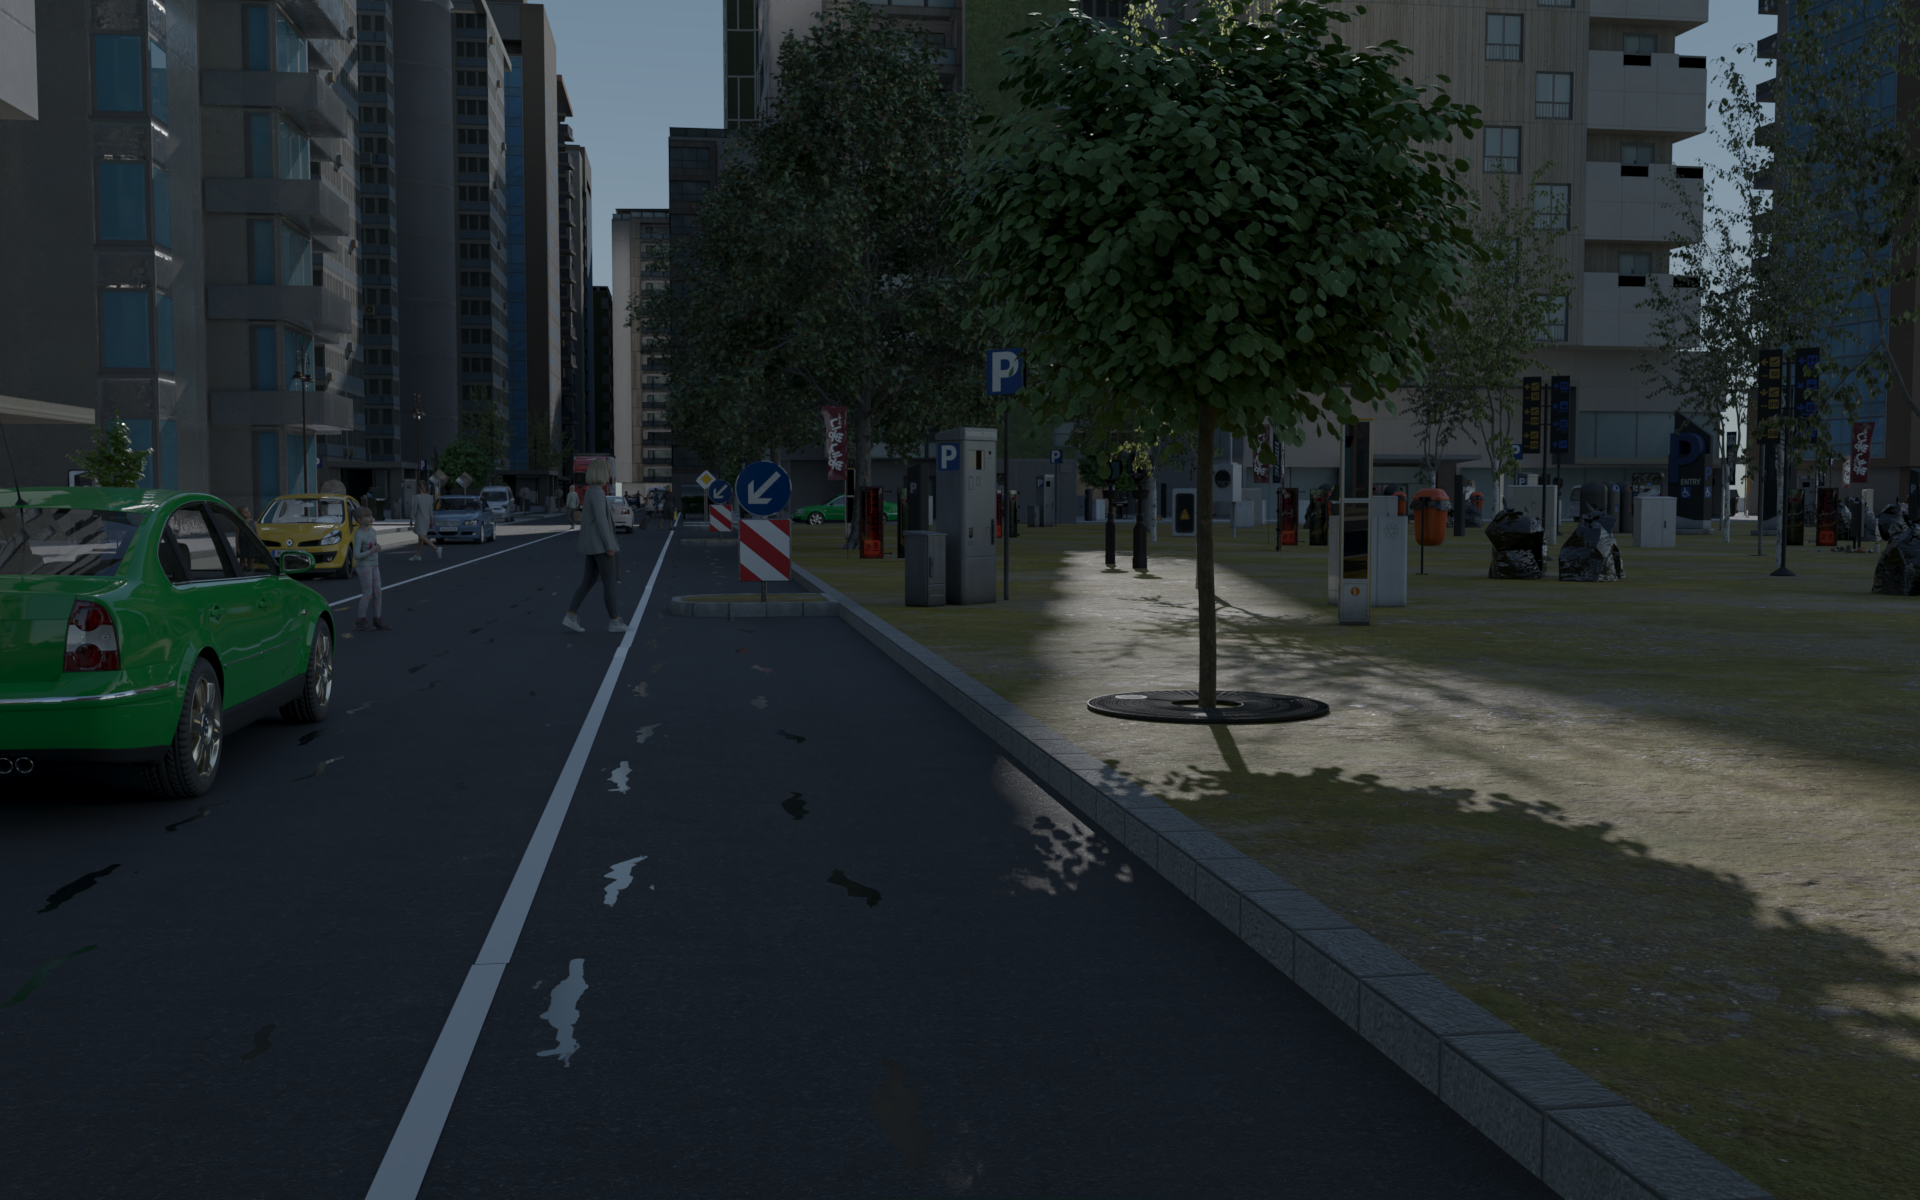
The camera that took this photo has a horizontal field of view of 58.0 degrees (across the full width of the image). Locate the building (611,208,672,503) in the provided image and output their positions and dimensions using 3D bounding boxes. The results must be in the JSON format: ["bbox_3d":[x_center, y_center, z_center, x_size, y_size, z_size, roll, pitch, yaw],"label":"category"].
[{"bbox_3d":[-41.100,-34.094,241.033,14.086,41.232,14.154,-1,4,-9],"label":"building"}]

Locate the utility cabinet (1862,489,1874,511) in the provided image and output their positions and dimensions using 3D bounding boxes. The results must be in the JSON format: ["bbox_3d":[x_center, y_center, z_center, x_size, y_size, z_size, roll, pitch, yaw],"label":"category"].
[{"bbox_3d":[40.972,-4.253,78.223,0.318,1.500,1.173,1,4,20],"label":"utility cabinet"}]

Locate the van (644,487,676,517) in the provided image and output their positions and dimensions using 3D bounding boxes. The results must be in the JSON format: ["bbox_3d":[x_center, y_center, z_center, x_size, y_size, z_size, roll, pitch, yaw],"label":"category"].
[{"bbox_3d":[-18.761,-6.184,108.124,2.013,2.044,4.112,0,4,-8],"label":"van"}]

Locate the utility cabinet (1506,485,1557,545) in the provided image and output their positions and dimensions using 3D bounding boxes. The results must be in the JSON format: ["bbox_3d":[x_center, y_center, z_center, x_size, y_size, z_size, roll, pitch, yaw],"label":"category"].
[{"bbox_3d":[14.305,-2.122,43.376,1.173,1.500,0.318,2,4,31],"label":"utility cabinet"}]

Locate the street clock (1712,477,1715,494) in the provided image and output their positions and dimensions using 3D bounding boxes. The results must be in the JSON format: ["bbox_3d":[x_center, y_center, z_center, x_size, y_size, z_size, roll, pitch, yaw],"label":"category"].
[{"bbox_3d":[31.011,-4.109,71.753,0.471,2.002,0.358,2,4,25],"label":"street clock"}]

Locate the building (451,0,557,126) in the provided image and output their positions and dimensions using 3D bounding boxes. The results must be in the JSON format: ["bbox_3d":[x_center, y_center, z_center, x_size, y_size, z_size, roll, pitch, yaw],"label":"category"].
[{"bbox_3d":[-43.673,-30.938,155.949,14.600,45.320,14.200,-1,4,-9],"label":"building"}]

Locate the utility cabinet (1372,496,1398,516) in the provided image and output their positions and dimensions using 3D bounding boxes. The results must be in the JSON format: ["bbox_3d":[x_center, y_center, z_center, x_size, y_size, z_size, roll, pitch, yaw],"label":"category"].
[{"bbox_3d":[14.283,-2.906,58.674,1.020,1.237,0.306,0,4,-3],"label":"utility cabinet"}]

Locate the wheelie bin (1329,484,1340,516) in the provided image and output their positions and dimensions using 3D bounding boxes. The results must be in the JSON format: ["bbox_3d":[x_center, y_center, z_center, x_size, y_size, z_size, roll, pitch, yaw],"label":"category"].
[{"bbox_3d":[12.130,-2.875,54.916,0.693,1.594,0.980,-3,5,-44],"label":"wheelie bin"}]

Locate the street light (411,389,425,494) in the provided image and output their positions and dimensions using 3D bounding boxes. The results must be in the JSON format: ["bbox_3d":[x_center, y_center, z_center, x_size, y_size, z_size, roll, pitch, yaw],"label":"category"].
[{"bbox_3d":[-23.942,-6.348,76.580,0.468,5.910,1.993,-1,4,-9],"label":"street light"}]

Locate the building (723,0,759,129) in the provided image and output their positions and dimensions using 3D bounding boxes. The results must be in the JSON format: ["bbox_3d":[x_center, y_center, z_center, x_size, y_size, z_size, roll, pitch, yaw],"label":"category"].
[{"bbox_3d":[-21.376,-47.699,218.133,20.563,71.187,20.611,-1,4,-9],"label":"building"}]

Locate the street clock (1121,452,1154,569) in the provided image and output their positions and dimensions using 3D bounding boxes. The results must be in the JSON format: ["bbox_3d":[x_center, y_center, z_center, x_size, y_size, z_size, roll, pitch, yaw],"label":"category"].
[{"bbox_3d":[3.102,-1.545,29.835,0.358,2.002,0.471,-2,4,-33],"label":"street clock"}]

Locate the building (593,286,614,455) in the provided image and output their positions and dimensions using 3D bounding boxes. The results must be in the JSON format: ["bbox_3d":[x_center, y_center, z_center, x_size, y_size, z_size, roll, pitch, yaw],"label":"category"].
[{"bbox_3d":[-55.031,-28.594,239.211,14.107,30.474,14.160,-1,4,-9],"label":"building"}]

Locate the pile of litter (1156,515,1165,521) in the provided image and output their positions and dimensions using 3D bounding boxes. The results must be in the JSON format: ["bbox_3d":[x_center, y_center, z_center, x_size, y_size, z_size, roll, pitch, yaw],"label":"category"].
[{"bbox_3d":[9.241,-4.211,82.817,1.719,0.858,1.176,-3,5,-41],"label":"pile of litter"}]

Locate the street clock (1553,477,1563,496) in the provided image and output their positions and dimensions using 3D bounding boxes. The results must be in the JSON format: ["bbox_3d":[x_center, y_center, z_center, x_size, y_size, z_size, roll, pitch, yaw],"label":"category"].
[{"bbox_3d":[25.765,-4.288,74.674,0.358,2.002,0.471,-1,4,-13],"label":"street clock"}]

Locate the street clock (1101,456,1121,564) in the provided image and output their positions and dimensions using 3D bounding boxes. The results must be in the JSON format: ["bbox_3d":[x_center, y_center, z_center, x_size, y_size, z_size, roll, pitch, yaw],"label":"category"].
[{"bbox_3d":[2.762,-1.665,31.789,0.471,2.002,0.358,0,4,6],"label":"street clock"}]

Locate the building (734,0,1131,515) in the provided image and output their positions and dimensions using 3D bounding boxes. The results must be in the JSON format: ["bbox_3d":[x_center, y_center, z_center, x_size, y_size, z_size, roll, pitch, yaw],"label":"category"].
[{"bbox_3d":[1.221,-25.902,115.381,32.217,40.220,23.993,-1,4,-9],"label":"building"}]

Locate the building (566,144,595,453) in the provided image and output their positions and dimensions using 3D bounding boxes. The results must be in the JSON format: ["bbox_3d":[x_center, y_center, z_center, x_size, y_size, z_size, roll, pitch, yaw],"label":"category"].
[{"bbox_3d":[-53.606,-34.686,217.225,14.200,45.320,14.600,-1,4,-9],"label":"building"}]

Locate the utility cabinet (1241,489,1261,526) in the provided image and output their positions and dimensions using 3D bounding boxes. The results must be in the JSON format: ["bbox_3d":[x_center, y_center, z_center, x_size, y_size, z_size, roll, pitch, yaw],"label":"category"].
[{"bbox_3d":[11.371,-3.685,68.926,1.173,1.500,0.318,0,4,2],"label":"utility cabinet"}]

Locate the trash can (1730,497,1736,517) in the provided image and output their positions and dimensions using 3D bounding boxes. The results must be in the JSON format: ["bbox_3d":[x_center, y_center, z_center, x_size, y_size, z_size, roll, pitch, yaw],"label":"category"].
[{"bbox_3d":[43.630,-5.291,98.159,0.748,1.137,0.748,0,3,0],"label":"trash can"}]

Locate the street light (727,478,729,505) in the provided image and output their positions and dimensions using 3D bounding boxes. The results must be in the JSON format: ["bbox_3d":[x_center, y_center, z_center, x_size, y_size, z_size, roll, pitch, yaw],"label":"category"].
[{"bbox_3d":[-16.471,-9.169,122.699,0.468,5.910,1.993,-1,4,-9],"label":"street light"}]

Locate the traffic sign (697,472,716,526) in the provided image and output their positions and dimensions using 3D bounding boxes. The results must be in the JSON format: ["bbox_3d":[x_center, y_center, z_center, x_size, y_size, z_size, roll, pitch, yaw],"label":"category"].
[{"bbox_3d":[-10.307,-4.085,70.436,0.795,2.450,0.064,-1,4,-9],"label":"traffic sign"}]

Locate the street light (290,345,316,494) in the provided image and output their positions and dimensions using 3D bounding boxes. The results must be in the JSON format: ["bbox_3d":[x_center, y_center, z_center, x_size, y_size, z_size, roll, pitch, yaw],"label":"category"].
[{"bbox_3d":[-20.352,-4.954,53.781,0.468,5.910,1.993,-1,4,-9],"label":"street light"}]

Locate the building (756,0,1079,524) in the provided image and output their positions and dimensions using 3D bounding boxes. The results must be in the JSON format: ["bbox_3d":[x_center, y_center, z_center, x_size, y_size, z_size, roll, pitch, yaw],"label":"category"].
[{"bbox_3d":[-2.526,-24.481,83.855,14.086,41.232,14.154,-1,4,-9],"label":"building"}]

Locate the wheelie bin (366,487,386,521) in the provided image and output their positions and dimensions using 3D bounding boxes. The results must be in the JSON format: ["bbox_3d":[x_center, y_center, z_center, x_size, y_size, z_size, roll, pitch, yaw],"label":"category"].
[{"bbox_3d":[-27.930,-4.575,82.703,0.693,1.594,0.980,2,4,30],"label":"wheelie bin"}]

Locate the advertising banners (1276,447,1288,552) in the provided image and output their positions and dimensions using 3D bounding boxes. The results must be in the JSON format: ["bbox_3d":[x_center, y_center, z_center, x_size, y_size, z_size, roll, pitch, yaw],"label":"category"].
[{"bbox_3d":[7.304,-2.645,39.440,0.090,3.025,2.074,1,4,14],"label":"advertising banners"}]

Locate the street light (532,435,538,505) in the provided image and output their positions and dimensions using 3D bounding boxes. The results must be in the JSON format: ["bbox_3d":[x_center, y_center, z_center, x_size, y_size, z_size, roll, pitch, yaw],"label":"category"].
[{"bbox_3d":[-33.187,-9.953,135.515,0.468,5.910,1.993,-1,4,-9],"label":"street light"}]

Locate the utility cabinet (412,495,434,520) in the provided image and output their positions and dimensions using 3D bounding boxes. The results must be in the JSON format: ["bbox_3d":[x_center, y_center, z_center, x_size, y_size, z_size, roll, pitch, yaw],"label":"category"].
[{"bbox_3d":[-26.729,-4.588,86.168,1.020,1.237,0.306,-1,4,-13],"label":"utility cabinet"}]

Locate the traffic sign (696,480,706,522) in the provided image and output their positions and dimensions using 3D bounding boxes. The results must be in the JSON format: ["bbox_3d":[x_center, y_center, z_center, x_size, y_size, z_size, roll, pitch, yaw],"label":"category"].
[{"bbox_3d":[-11.546,-4.568,78.325,0.795,2.450,0.064,-1,4,-9],"label":"traffic sign"}]

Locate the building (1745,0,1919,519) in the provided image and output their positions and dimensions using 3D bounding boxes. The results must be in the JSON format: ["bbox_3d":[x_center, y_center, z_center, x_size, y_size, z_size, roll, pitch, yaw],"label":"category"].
[{"bbox_3d":[54.119,-27.182,94.533,14.200,45.320,14.600,-1,4,-9],"label":"building"}]

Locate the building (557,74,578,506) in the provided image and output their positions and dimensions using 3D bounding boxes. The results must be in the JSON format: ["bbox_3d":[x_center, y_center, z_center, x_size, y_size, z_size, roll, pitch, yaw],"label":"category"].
[{"bbox_3d":[-50.901,-31.925,176.591,22.147,44.769,28.867,-1,4,-9],"label":"building"}]

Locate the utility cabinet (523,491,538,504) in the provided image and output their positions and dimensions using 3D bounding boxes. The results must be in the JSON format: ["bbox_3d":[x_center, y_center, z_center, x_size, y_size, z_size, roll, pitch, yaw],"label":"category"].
[{"bbox_3d":[-36.547,-8.480,147.333,1.173,1.500,0.318,1,4,11],"label":"utility cabinet"}]

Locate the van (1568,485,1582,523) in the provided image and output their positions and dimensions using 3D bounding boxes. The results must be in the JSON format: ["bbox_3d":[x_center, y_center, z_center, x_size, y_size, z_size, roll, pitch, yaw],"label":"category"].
[{"bbox_3d":[30.448,-4.492,80.455,4.112,2.044,2.013,-1,4,-9],"label":"van"}]

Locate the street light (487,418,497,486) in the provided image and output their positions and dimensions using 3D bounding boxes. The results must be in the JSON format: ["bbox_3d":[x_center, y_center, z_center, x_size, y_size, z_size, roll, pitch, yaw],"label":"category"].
[{"bbox_3d":[-28.614,-8.142,105.912,0.468,5.910,1.993,-1,4,-9],"label":"street light"}]

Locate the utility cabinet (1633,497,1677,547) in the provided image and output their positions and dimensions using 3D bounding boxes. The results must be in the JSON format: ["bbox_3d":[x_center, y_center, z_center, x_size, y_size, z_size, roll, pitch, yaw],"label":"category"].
[{"bbox_3d":[16.781,-1.875,41.825,1.020,1.237,0.306,-1,4,-17],"label":"utility cabinet"}]

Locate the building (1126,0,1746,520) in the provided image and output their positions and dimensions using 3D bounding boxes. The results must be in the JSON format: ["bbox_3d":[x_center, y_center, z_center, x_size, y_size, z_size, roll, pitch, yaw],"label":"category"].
[{"bbox_3d":[24.443,-31.077,97.340,27.495,52.752,28.713,-1,4,-9],"label":"building"}]

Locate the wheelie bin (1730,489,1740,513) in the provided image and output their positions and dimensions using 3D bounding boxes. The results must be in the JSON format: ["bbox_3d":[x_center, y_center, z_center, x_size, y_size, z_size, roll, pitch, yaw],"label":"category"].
[{"bbox_3d":[51.213,-6.548,114.963,0.980,1.594,0.693,0,4,1],"label":"wheelie bin"}]

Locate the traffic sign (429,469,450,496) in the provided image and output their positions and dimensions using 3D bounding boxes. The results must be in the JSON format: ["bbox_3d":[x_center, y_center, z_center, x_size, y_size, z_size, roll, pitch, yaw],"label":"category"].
[{"bbox_3d":[-20.678,-3.987,68.834,0.795,2.450,0.064,-1,4,-9],"label":"traffic sign"}]

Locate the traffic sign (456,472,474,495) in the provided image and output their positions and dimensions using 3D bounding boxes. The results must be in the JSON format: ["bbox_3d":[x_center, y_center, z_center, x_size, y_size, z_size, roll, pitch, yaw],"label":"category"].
[{"bbox_3d":[-21.917,-4.470,76.723,0.795,2.450,0.064,-1,4,-9],"label":"traffic sign"}]

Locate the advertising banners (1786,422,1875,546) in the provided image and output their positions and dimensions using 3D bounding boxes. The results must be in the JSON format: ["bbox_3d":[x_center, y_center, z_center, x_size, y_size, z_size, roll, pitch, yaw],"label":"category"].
[{"bbox_3d":[21.309,-2.837,42.568,2.074,3.025,0.090,3,5,41],"label":"advertising banners"}]

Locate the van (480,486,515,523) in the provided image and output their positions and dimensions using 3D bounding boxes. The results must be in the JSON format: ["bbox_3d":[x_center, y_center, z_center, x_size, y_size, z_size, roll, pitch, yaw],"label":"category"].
[{"bbox_3d":[-23.559,-4.941,87.804,2.013,2.044,4.112,-1,4,-10],"label":"van"}]

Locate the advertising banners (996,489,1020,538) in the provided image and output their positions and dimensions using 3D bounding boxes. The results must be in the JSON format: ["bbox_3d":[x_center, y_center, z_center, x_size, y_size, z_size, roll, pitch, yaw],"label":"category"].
[{"bbox_3d":[1.086,-3.307,50.250,0.090,3.025,2.074,3,4,39],"label":"advertising banners"}]

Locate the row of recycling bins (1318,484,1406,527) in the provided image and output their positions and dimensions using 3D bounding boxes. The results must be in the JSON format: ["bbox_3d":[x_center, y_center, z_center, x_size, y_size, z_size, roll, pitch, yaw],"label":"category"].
[{"bbox_3d":[15.789,-3.742,68.286,3.534,1.692,1.069,0,4,-5],"label":"row of recycling bins"}]

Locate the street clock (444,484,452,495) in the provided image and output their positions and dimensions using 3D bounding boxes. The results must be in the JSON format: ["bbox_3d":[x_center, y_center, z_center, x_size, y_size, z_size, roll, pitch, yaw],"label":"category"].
[{"bbox_3d":[-31.044,-6.149,105.108,0.471,2.002,0.358,2,4,33],"label":"street clock"}]

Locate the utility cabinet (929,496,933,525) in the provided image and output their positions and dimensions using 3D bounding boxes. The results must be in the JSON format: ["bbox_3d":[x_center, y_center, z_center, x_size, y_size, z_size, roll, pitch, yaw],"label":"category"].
[{"bbox_3d":[-1.594,-3.704,71.718,1.020,1.237,0.306,-3,5,-42],"label":"utility cabinet"}]

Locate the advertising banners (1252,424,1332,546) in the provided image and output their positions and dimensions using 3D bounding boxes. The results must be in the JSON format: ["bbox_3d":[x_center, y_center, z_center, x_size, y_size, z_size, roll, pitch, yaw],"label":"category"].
[{"bbox_3d":[8.221,-2.873,43.154,2.074,3.025,0.090,1,4,20],"label":"advertising banners"}]

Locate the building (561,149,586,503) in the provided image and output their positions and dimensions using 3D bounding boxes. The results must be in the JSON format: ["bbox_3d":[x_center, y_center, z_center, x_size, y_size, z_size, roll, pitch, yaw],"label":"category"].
[{"bbox_3d":[-50.815,-31.545,199.361,14.154,41.232,14.086,-1,4,-9],"label":"building"}]

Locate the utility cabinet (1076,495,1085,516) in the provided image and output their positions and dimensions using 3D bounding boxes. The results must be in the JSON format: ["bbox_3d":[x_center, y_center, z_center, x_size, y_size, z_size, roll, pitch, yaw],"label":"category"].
[{"bbox_3d":[6.909,-5.461,100.441,1.020,1.237,0.306,2,4,32],"label":"utility cabinet"}]

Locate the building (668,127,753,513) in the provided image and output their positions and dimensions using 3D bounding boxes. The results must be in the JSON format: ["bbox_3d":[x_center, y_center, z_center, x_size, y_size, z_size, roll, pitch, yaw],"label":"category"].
[{"bbox_3d":[-16.327,-22.551,140.407,14.160,30.474,14.107,-1,4,-9],"label":"building"}]

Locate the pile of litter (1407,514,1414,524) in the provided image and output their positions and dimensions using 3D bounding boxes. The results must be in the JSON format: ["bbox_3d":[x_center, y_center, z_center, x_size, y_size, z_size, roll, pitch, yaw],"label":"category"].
[{"bbox_3d":[19.434,-3.641,73.501,1.176,0.858,1.719,-3,5,-44],"label":"pile of litter"}]

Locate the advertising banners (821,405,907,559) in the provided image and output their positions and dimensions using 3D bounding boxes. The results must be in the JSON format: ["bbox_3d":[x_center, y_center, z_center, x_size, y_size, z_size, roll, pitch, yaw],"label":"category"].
[{"bbox_3d":[-1.726,-2.331,34.304,2.074,3.025,0.090,-1,4,-16],"label":"advertising banners"}]
